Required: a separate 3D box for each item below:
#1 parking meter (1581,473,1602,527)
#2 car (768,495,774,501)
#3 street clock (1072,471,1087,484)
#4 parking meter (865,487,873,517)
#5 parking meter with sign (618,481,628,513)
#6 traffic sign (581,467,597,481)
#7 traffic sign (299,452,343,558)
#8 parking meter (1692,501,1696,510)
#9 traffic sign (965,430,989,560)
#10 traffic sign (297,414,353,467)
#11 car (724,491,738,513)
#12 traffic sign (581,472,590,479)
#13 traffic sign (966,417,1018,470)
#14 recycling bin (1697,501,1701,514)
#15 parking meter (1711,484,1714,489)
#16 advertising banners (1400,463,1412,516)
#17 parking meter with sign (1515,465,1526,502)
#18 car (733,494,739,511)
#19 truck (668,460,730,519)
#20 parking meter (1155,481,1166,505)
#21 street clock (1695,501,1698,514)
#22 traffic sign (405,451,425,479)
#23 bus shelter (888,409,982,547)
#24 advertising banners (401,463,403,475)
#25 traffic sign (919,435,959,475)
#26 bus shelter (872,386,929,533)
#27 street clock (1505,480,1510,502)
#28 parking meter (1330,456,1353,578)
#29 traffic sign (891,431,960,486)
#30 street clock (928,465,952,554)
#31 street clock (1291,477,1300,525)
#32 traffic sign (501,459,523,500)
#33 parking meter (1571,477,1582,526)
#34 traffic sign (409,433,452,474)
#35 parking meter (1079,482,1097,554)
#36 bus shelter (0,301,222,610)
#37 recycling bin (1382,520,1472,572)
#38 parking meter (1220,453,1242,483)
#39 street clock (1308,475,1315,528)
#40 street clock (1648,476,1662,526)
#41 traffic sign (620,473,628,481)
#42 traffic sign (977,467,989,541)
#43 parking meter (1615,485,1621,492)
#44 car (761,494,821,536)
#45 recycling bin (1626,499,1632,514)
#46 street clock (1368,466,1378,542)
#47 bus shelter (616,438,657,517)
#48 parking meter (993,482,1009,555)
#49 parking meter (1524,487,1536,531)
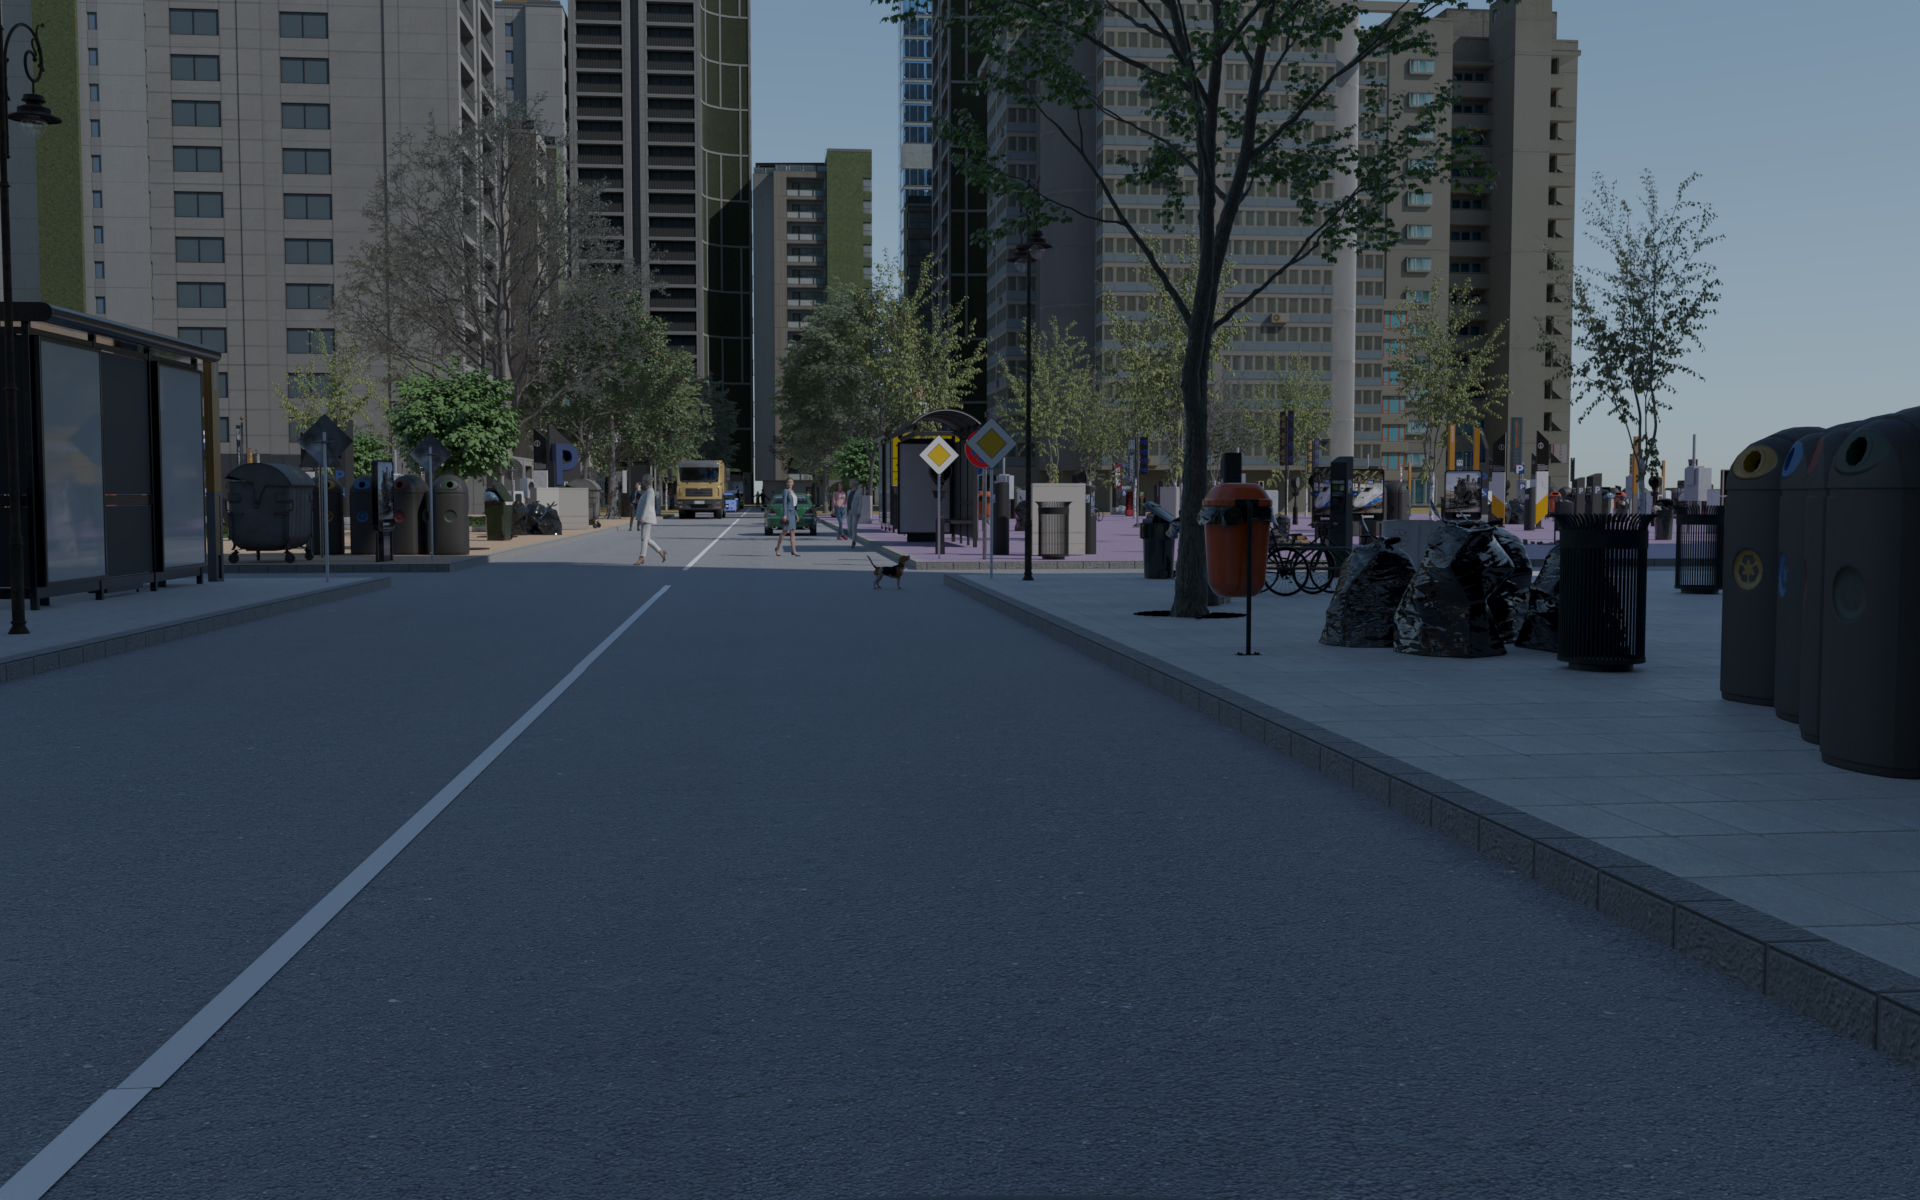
[{"bbox_3d":[17.641,-2.601,48.240,0.399,1.863,0.255,-2,4,-24],"label":"parking meter"},{"bbox_3d":[-14.082,-7.591,136.107,2.014,1.417,4.499,0,4,-6],"label":"car"},{"bbox_3d":[3.819,-3.111,55.434,0.358,2.002,0.471,3,5,44],"label":"street clock"},{"bbox_3d":[-4.839,-5.288,92.176,0.255,1.863,0.399,-2,4,-31],"label":"parking meter"},{"bbox_3d":[-20.200,-6.586,103.946,1.738,3.016,0.543,-1,4,-11],"label":"parking meter with sign"},{"bbox_3d":[-17.328,-4.936,80.803,0.768,2.556,0.104,0,4,-1],"label":"traffic sign"},{"bbox_3d":[-12.834,-2.128,34.790,0.884,2.594,0.081,0,4,0],"label":"traffic sign"},{"bbox_3d":[37.762,-5.118,89.389,0.399,1.863,0.255,-3,5,-40],"label":"parking meter"},{"bbox_3d":[0.481,-2.061,33.798,0.768,2.556,0.104,0,4,2],"label":"traffic sign"},{"bbox_3d":[-9.237,-1.407,25.195,0.795,2.593,0.064,0,4,-6],"label":"traffic sign"},{"bbox_3d":[-18.095,-7.593,133.730,1.945,1.707,3.694,0,4,-5],"label":"car"},{"bbox_3d":[-17.255,-4.725,79.378,0.606,2.300,0.079,0,4,-2],"label":"traffic sign"},{"bbox_3d":[0.499,-1.472,26.265,0.795,2.593,0.064,0,4,-6],"label":"traffic sign"},{"bbox_3d":[43.614,-5.458,101.790,0.722,1.027,0.722,-1,4,-12],"label":"recycling bin"},{"bbox_3d":[38.454,-5.090,88.926,0.255,1.863,0.399,-2,4,-32],"label":"parking meter"},{"bbox_3d":[25.294,-6.251,98.391,0.090,3.025,2.074,2,4,33],"label":"advertising banners"},{"bbox_3d":[33.024,-6.463,101.932,0.543,3.016,1.738,1,4,10],"label":"parking meter with sign"},{"bbox_3d":[-19.066,-8.127,141.665,1.959,1.807,4.718,0,4,-5],"label":"car"},{"bbox_3d":[-15.104,-6.451,101.406,3.469,3.379,9.791,0,4,-6],"label":"truck"},{"bbox_3d":[8.953,-4.345,76.748,0.255,1.863,0.399,2,4,25],"label":"parking meter"},{"bbox_3d":[40.805,-5.590,95.972,0.358,2.002,0.471,-2,4,-31],"label":"street clock"},{"bbox_3d":[-13.513,-2.651,43.442,0.768,2.556,0.104,0,4,-5],"label":"traffic sign"},{"bbox_3d":[-0.617,-3.055,43.876,2.014,3.302,5.546,0,4,-6],"label":"bus shelter"},{"bbox_3d":[-30.808,-6.111,96.095,0.090,3.025,2.074,-2,4,-25],"label":"advertising banners"},{"bbox_3d":[-0.393,-1.958,34.200,0.795,2.593,0.064,0,4,-6],"label":"traffic sign"},{"bbox_3d":[-1.926,-5.128,61.477,2.179,5.291,8.768,0,4,-6],"label":"bus shelter"},{"bbox_3d":[28.383,-5.228,90.053,0.358,2.002,0.471,-1,4,-11],"label":"street clock"},{"bbox_3d":[5.862,-1.279,26.630,0.255,1.863,0.399,2,4,31],"label":"parking meter"},{"bbox_3d":[-1.097,-3.818,56.297,2.265,3.308,0.079,0,4,1],"label":"traffic sign"},{"bbox_3d":[-0.424,-1.972,36.804,0.471,2.002,0.358,-1,4,-9],"label":"street clock"},{"bbox_3d":[13.983,-4.136,72.201,0.358,2.002,0.471,2,4,32],"label":"street clock"},{"bbox_3d":[-16.183,-3.823,62.612,0.768,2.556,0.104,0,4,-4],"label":"traffic sign"},{"bbox_3d":[21.169,-3.280,59.333,0.399,1.863,0.255,-1,4,-20],"label":"parking meter"},{"bbox_3d":[-10.129,-1.892,33.130,0.795,2.593,0.064,0,4,-6],"label":"traffic sign"},{"bbox_3d":[2.721,-1.742,36.899,0.372,1.533,0.369,0,3,0],"label":"parking meter"},{"bbox_3d":[-11.119,-2.608,20.276,2.179,5.291,8.768,0,4,-7],"label":"bus shelter"},{"bbox_3d":[4.491,-0.251,16.666,0.722,1.027,0.722,2,4,27],"label":"recycling bin"},{"bbox_3d":[3.846,-1.157,24.621,0.255,1.863,0.399,0,4,-1],"label":"parking meter"},{"bbox_3d":[13.326,-3.701,65.077,0.471,2.002,0.358,2,4,25],"label":"street clock"},{"bbox_3d":[27.501,-3.914,68.568,0.358,2.002,0.471,-3,4,-36],"label":"street clock"},{"bbox_3d":[-20.482,-6.504,106.441,0.768,2.556,0.104,0,4,-2],"label":"traffic sign"},{"bbox_3d":[0.468,-2.906,47.613,0.768,2.556,0.104,0,4,-5],"label":"traffic sign"},{"bbox_3d":[42.527,-6.494,111.881,0.399,1.863,0.255,2,4,29],"label":"parking meter"},{"bbox_3d":[-5.972,-3.022,61.204,2.131,1.459,4.920,0,4,-5],"label":"car"},{"bbox_3d":[39.463,-5.486,102.247,0.722,1.027,0.722,0,4,-3],"label":"recycling bin"},{"bbox_3d":[10.624,-2.447,44.576,0.358,2.002,0.471,0,4,7],"label":"street clock"},{"bbox_3d":[-18.517,-7.430,99.114,2.179,5.291,8.768,0,4,-7],"label":"bus shelter"},{"bbox_3d":[0.857,-1.722,36.563,0.372,1.533,0.369,0,3,0],"label":"parking meter"},{"bbox_3d":[20.028,-3.210,60.891,0.372,1.533,0.369,0,3,0],"label":"parking meter"}]
